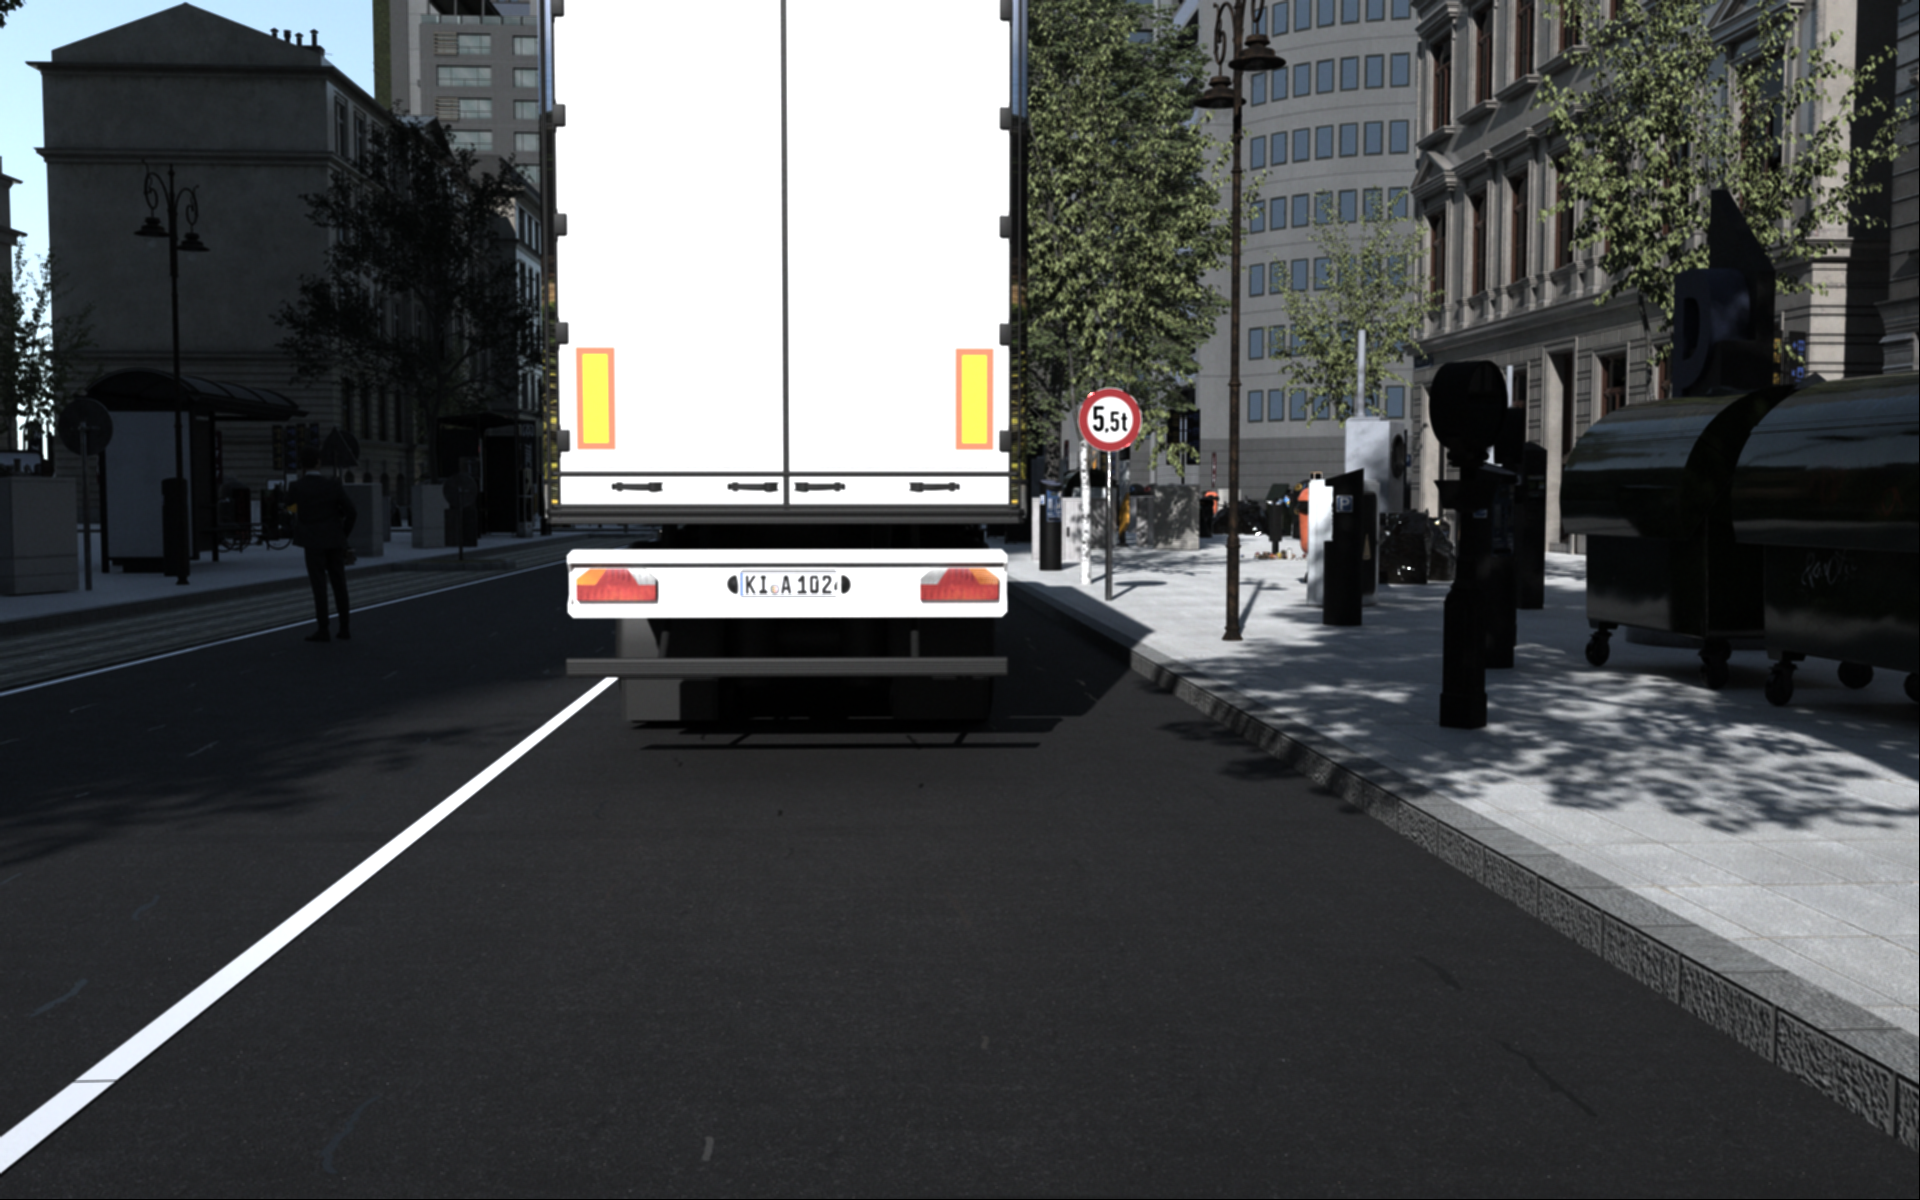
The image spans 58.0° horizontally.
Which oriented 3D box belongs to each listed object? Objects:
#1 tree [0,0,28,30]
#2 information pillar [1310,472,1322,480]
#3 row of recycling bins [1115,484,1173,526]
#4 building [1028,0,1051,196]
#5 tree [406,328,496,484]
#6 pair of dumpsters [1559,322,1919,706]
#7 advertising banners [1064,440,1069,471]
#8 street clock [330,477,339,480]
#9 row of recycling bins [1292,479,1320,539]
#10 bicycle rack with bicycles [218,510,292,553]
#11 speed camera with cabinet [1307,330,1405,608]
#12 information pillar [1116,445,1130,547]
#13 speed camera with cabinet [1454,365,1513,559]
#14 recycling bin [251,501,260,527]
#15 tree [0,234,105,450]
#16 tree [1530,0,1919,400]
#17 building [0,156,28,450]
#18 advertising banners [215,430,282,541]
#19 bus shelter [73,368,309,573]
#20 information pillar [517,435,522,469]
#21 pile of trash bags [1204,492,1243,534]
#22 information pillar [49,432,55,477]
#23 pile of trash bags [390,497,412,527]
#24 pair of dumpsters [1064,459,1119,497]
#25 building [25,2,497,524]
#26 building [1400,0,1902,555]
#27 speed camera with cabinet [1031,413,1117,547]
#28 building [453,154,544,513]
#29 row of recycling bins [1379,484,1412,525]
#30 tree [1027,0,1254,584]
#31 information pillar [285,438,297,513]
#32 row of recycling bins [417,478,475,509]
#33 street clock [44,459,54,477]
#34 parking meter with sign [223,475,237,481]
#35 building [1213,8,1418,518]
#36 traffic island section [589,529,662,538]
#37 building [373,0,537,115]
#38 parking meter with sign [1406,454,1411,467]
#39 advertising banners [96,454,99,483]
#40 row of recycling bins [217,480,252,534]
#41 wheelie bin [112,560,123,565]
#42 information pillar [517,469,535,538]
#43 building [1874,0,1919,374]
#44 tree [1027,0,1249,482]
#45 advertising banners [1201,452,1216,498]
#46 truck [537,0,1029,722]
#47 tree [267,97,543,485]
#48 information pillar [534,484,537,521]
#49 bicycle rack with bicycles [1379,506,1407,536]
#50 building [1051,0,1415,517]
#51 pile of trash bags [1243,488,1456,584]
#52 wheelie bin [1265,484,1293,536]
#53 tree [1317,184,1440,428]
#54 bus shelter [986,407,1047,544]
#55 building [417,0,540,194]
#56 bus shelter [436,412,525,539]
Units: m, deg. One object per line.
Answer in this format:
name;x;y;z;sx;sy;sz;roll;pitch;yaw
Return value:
tree;-10.859;-5.338;13.030;9.928;11.665;9.643;0;3;0
information pillar;11.995;-3.298;58.413;0.304;2.012;0.304;-1;4;-17
row of recycling bins;7.310;-3.788;69.050;3.534;1.692;1.069;3;5;41
building;14.555;-33.152;165.737;21.300;48.544;21.600;0;4;-4
tree;-22.879;-7.767;77.355;4.737;8.622;4.395;0;3;0
pair of dumpsters;5.434;-0.515;10.913;1.574;2.255;4.437;0;4;-4
advertising banners;3.605;-3.625;55.458;0.090;3.025;2.074;-1;4;-11
street clock;-25.897;-4.114;71.831;0.358;2.002;0.471;2;4;33
row of recycling bins;10.029;-2.543;48.690;1.069;1.692;3.534;0;4;3
bicycle rack with bicycles;-16.844;-1.558;38.851;2.925;0.926;2.852;0;4;-2
speed camera with cabinet;4.663;-1.585;20.249;0.660;3.252;2.038;2;4;29
information pillar;4.009;-3.114;42.269;0.183;3.616;0.504;-1;4;-18
speed camera with cabinet;8.330;-2.024;27.435;0.660;3.252;2.038;0;4;5
recycling bin;-27.859;-3.370;67.653;0.722;1.027;0.722;1;4;19
tree;-27.005;-6.091;49.950;4.737;8.622;4.395;0;3;0
tree;8.573;-4.295;20.579;4.737;8.622;4.395;0;3;0
building;-57.975;-14.513;79.089;24.055;21.916;13.314;0;4;-4
advertising banners;-19.775;-3.151;47.708;2.074;3.025;0.090;0;4;-4
bus shelter;-13.356;-2.243;30.592;2.014;3.302;5.546;0;4;-4
information pillar;-16.450;-4.505;65.007;0.504;3.616;0.183;-3;5;-40
pile of trash bags;9.699;-2.824;55.933;1.912;1.369;3.447;3;5;44
information pillar;-34.245;-4.528;65.382;0.183;3.616;0.504;-1;4;-18
pile of trash bags;-21.134;-3.562;67.985;3.447;1.369;1.912;0;4;-5
pair of dumpsters;3.447;-2.839;48.916;1.574;2.255;4.437;0;4;-3
building;-33.430;-16.655;91.391;14.460;24.649;34.723;0;4;-4
building;17.986;-12.305;37.348;11.583;22.565;21.152;0;4;-4
speed camera with cabinet;2.794;-2.939;42.388;2.038;3.252;0.660;1;4;23
building;-36.343;-17.786;124.086;16.112;22.955;30.059;0;4;-4
row of recycling bins;18.260;-3.807;69.361;3.534;1.692;1.069;0;4;-6
tree;1.893;-4.518;24.233;4.737;8.622;4.395;0;3;0
information pillar;-27.432;-4.868;70.950;0.504;3.616;0.183;0;4;6
row of recycling bins;-13.326;-2.296;44.646;1.069;1.692;3.534;-2;4;-29
street clock;-18.904;-1.900;35.630;0.358;2.002;0.471;2;4;32
parking meter with sign;-29.775;-4.535;70.412;1.738;3.016;0.543;-1;4;-12
building;25.274;-33.383;87.818;28.212;58.520;21.231;0;4;-4
traffic island section;-11.115;-2.155;57.514;2.009;0.180;2.903;0;4;-4
building;-41.973;-38.162;165.956;21.231;58.520;28.212;0;4;-4
parking meter with sign;19.517;-4.932;76.896;0.543;3.016;1.738;0;4;1
advertising banners;-21.264;-2.923;43.974;0.090;3.025;2.074;1;4;13
row of recycling bins;-22.417;-2.792;52.770;1.069;1.692;3.534;-2;4;-33
wheelie bin;-15.062;-1.436;31.389;0.693;1.594;0.980;0;4;4
information pillar;-12.744;-2.830;50.764;0.304;2.012;0.304;3;4;36
building;18.936;-10.252;16.779;9.793;20.994;18.267;0;4;-4
tree;2.275;-7.176;35.459;7.486;12.596;7.792;0;3;0
advertising banners;10.595;-4.746;73.777;0.090;3.025;2.074;0;4;-7
truck;-1.069;-1.548;14.218;2.839;4.237;11.283;0;4;-2
tree;-13.072;-6.576;41.931;8.767;10.594;7.601;3;5;40
information pillar;-20.419;-5.605;82.988;0.183;3.616;0.504;-2;4;-31
bicycle rack with bicycles;13.197;-2.361;51.986;2.925;0.926;2.852;3;5;45
building;16.986;-35.508;122.560;21.231;58.520;28.212;0;4;-4
pile of trash bags;5.827;-0.935;25.047;1.912;1.369;3.447;3;4;39
wheelie bin;9.716;-2.735;52.627;0.693;1.594;0.980;-3;5;-41
tree;9.290;-5.518;40.586;4.737;8.622;4.395;0;3;0
bus shelter;1.464;-3.445;47.607;1.731;3.624;6.357;0;4;-4
building;-36.535;-28.262;145.679;14.154;41.232;14.086;0;4;-4
bus shelter;-14.420;-3.744;52.489;1.731;3.624;6.357;0;4;-3
